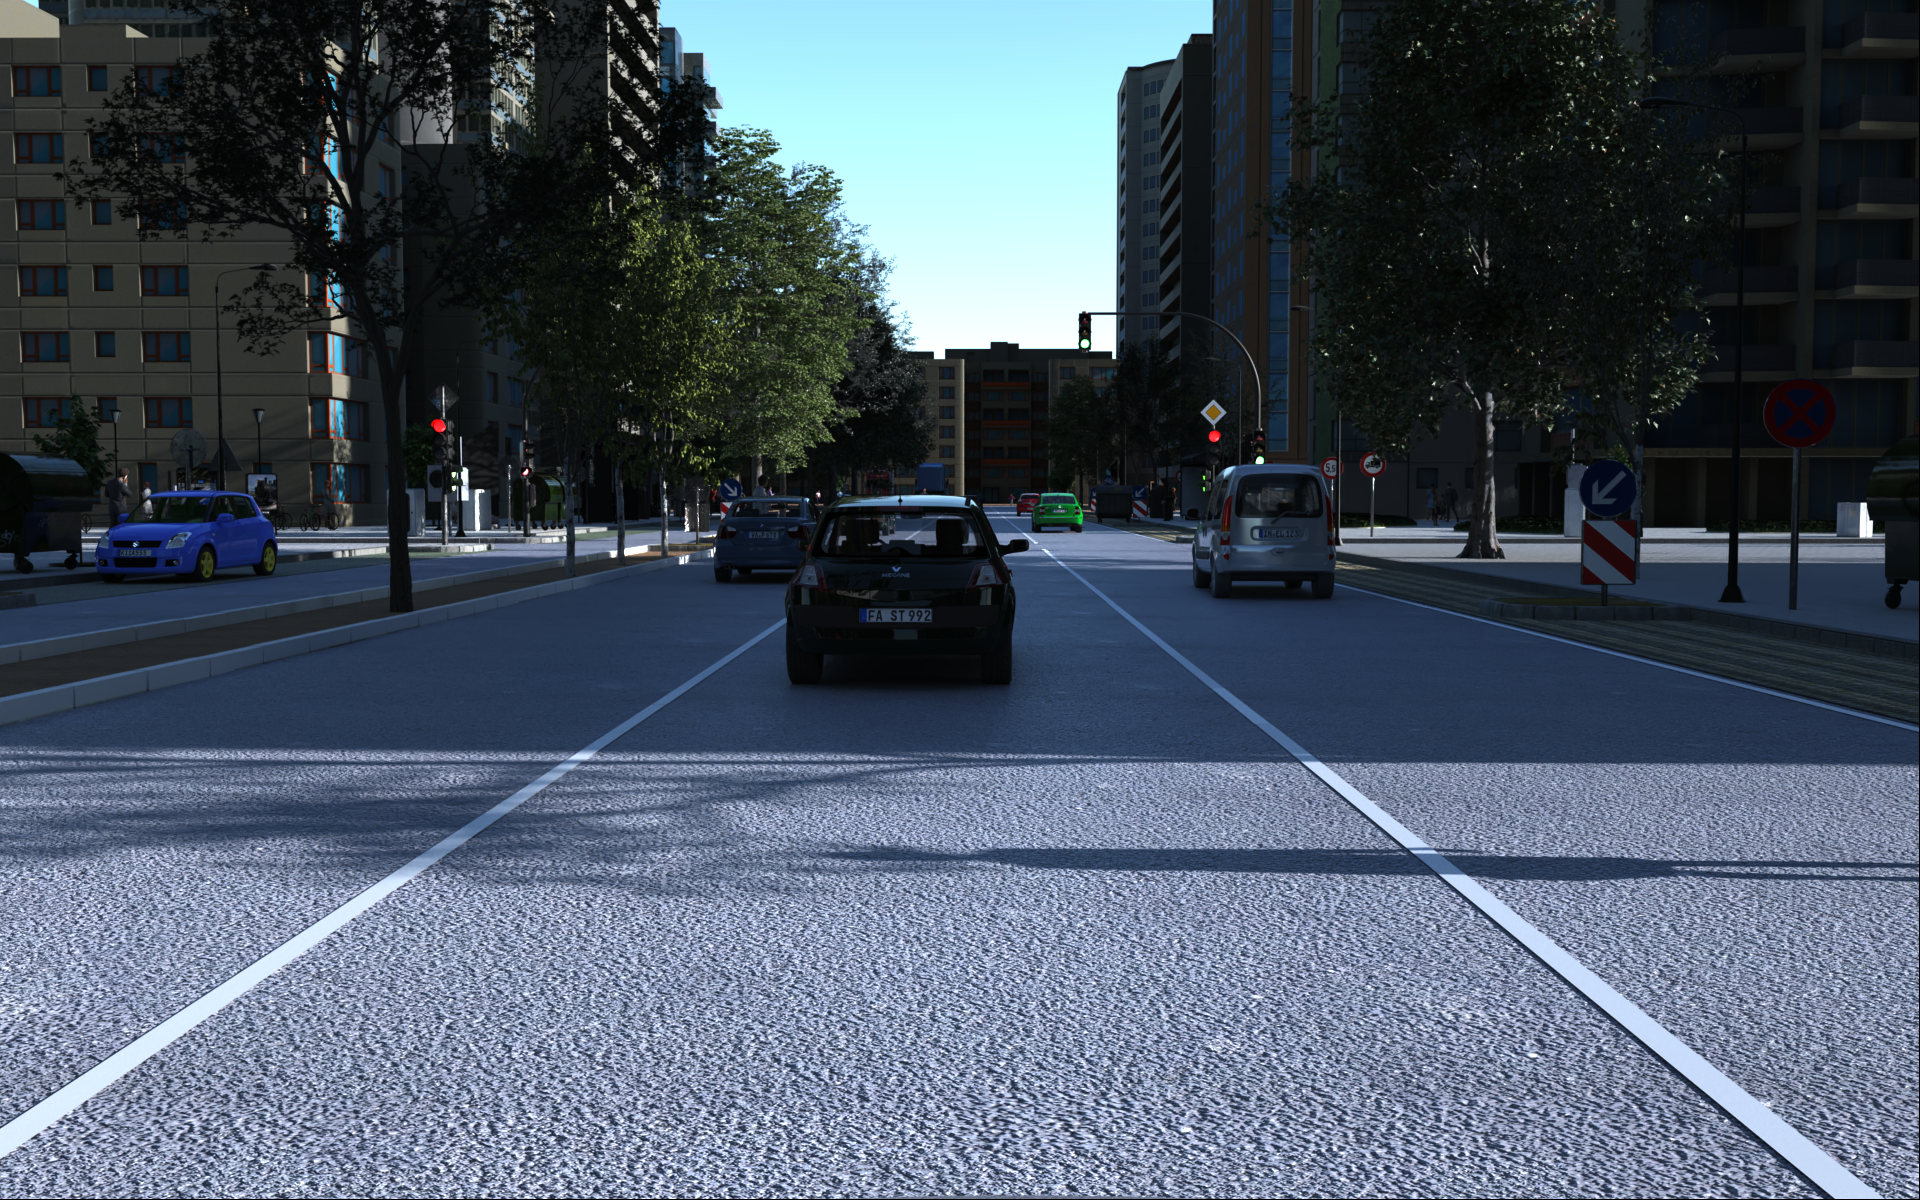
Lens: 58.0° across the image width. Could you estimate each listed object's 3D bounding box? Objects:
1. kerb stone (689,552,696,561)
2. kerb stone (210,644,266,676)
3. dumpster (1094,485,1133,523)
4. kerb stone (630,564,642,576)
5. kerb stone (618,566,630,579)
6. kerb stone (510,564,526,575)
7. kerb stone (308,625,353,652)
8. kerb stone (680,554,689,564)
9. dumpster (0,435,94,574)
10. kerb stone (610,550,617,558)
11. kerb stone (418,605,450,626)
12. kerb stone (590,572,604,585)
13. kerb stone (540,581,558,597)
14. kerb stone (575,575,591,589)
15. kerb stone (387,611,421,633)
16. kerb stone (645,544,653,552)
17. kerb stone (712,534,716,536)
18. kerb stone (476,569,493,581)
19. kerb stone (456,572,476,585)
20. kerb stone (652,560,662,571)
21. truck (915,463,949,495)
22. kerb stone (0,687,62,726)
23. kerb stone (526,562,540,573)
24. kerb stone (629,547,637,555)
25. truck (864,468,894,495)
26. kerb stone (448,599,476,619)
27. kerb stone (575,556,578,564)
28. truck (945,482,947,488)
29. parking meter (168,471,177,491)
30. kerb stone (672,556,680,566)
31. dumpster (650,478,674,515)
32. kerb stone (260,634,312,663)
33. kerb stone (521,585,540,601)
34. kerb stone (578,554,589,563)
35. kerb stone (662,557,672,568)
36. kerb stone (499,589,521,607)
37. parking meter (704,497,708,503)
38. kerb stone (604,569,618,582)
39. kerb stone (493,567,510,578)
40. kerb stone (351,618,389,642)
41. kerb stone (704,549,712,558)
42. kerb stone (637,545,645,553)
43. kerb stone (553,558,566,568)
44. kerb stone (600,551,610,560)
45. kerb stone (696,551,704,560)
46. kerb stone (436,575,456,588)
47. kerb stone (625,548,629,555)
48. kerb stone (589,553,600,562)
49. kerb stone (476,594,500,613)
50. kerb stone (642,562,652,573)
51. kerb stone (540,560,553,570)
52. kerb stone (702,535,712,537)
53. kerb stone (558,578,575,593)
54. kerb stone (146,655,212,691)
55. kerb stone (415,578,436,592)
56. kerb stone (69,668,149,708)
[{"bbox_3d":[-5.774,-0.885,36.661,0.120,0.150,1.000,0,4,0],"label":"kerb stone"},{"bbox_3d":[-5.952,0.498,14.130,0.120,0.150,1.000,0,4,0],"label":"kerb stone"},{"bbox_3d":[7.653,-4.766,86.132,1.865,1.857,1.264,0,4,-1],"label":"dumpster"},{"bbox_3d":[-5.810,-0.509,30.516,0.120,0.150,1.000,0,4,0],"label":"kerb stone"},{"bbox_3d":[-5.828,-0.446,29.494,0.120,0.150,1.000,0,4,0],"label":"kerb stone"},{"bbox_3d":[-7.913,-0.515,30.622,0.120,0.150,1.000,0,4,0],"label":"kerb stone"},{"bbox_3d":[-5.937,0.368,16.183,0.120,0.150,1.000,0,4,0],"label":"kerb stone"},{"bbox_3d":[-5.770,-0.820,35.639,0.120,0.150,1.000,0,4,0],"label":"kerb stone"},{"bbox_3d":[-15.489,-1.592,28.521,1.502,2.255,1.985,0,4,1],"label":"dumpster"},{"bbox_3d":[-7.849,-1.016,38.812,0.120,0.150,1.000,0,4,0],"label":"kerb stone"},{"bbox_3d":[-5.911,0.181,19.250,0.120,0.150,1.000,0,4,0],"label":"kerb stone"},{"bbox_3d":[-5.842,-0.321,27.446,0.120,0.150,1.000,0,4,0],"label":"kerb stone"},{"bbox_3d":[-5.872,-0.133,24.373,0.120,0.150,1.000,0,4,0],"label":"kerb stone"},{"bbox_3d":[-5.848,-0.259,26.424,0.120,0.150,1.000,0,4,0],"label":"kerb stone"},{"bbox_3d":[-5.924,0.249,18.229,0.120,0.150,1.000,0,4,0],"label":"kerb stone"},{"bbox_3d":[-7.811,-1.267,42.906,0.120,0.150,1.000,0,4,0],"label":"kerb stone"},{"bbox_3d":[-7.724,-1.924,53.654,0.120,0.150,1.000,0,4,0],"label":"kerb stone"},{"bbox_3d":[-7.936,-0.389,28.562,0.120,0.150,1.000,0,4,0],"label":"kerb stone"},{"bbox_3d":[-7.944,-0.324,27.539,0.120,0.150,1.000,0,4,0],"label":"kerb stone"},{"bbox_3d":[-5.800,-0.634,32.560,0.120,0.150,1.000,0,4,0],"label":"kerb stone"},{"bbox_3d":[-2.634,-9.432,143.968,2.967,4.110,18.799,0,4,1],"label":"truck"},{"bbox_3d":[-5.980,0.681,11.056,0.120,0.150,1.000,0,4,0],"label":"kerb stone"},{"bbox_3d":[-7.910,-0.576,31.654,0.120,0.150,1.000,0,4,0],"label":"kerb stone"},{"bbox_3d":[-7.833,-1.142,40.860,0.120,0.150,1.000,0,4,0],"label":"kerb stone"},{"bbox_3d":[-8.237,-11.597,178.522,2.839,4.237,11.283,0,4,0],"label":"truck"},{"bbox_3d":[-5.896,0.120,20.272,0.120,0.150,1.000,0,4,0],"label":"kerb stone"},{"bbox_3d":[-7.889,-0.766,34.724,0.120,0.150,1.000,0,4,0],"label":"kerb stone"},{"bbox_3d":[-2.761,-11.334,174.229,2.839,4.237,11.283,0,4,0],"label":"truck"},{"bbox_3d":[-19.846,-2.338,43.945,0.399,1.863,0.255,-3,4,-36],"label":"parking meter"},{"bbox_3d":[-5.786,-0.759,34.607,0.120,0.150,1.000,0,4,0],"label":"kerb stone"},{"bbox_3d":[-17.790,-6.108,102.351,1.502,2.255,1.985,0,4,0],"label":"dumpster"},{"bbox_3d":[-5.944,0.431,15.153,0.120,0.150,1.000,0,4,0],"label":"kerb stone"},{"bbox_3d":[-5.883,-0.070,23.352,0.120,0.150,1.000,0,4,0],"label":"kerb stone"},{"bbox_3d":[-7.880,-0.829,35.746,0.120,0.150,1.000,0,4,0],"label":"kerb stone"},{"bbox_3d":[-5.791,-0.697,33.584,0.120,0.150,1.000,0,4,0],"label":"kerb stone"},{"bbox_3d":[-5.882,-0.008,22.328,0.120,0.150,1.000,0,4,0],"label":"kerb stone"},{"bbox_3d":[-16.180,-6.404,110.418,0.255,1.863,0.399,-1,4,-11],"label":"parking meter"},{"bbox_3d":[-5.833,-0.384,28.472,0.120,0.150,1.000,0,4,0],"label":"kerb stone"},{"bbox_3d":[-7.930,-0.451,29.589,0.120,0.150,1.000,0,4,0],"label":"kerb stone"},{"bbox_3d":[-5.927,0.305,17.206,0.120,0.150,1.000,0,4,0],"label":"kerb stone"},{"bbox_3d":[-5.747,-1.010,38.708,0.120,0.150,1.000,0,4,0],"label":"kerb stone"},{"bbox_3d":[-7.827,-1.204,41.884,0.120,0.150,1.000,0,4,0],"label":"kerb stone"},{"bbox_3d":[-7.892,-0.702,33.702,0.120,0.150,1.000,0,4,0],"label":"kerb stone"},{"bbox_3d":[-7.852,-0.954,37.790,0.120,0.150,1.000,0,4,0],"label":"kerb stone"},{"bbox_3d":[-5.764,-0.947,37.686,0.120,0.150,1.000,0,4,0],"label":"kerb stone"},{"bbox_3d":[-7.958,-0.264,26.514,0.120,0.150,1.000,0,4,0],"label":"kerb stone"},{"bbox_3d":[-7.841,-1.079,39.838,0.120,0.150,1.000,0,4,0],"label":"kerb stone"},{"bbox_3d":[-7.871,-0.890,36.768,0.120,0.150,1.000,0,4,0],"label":"kerb stone"},{"bbox_3d":[-5.890,0.057,21.306,0.120,0.150,1.000,0,4,0],"label":"kerb stone"},{"bbox_3d":[-5.807,-0.570,31.538,0.120,0.150,1.000,0,4,0],"label":"kerb stone"},{"bbox_3d":[-7.902,-0.641,32.675,0.120,0.150,1.000,0,4,0],"label":"kerb stone"},{"bbox_3d":[-7.736,-1.861,52.628,0.120,0.150,1.000,0,4,0],"label":"kerb stone"},{"bbox_3d":[-5.863,-0.196,25.395,0.120,0.150,1.000,0,4,0],"label":"kerb stone"},{"bbox_3d":[-5.959,0.556,13.107,0.120,0.150,1.000,0,4,0],"label":"kerb stone"},{"bbox_3d":[-7.959,-0.201,25.490,0.120,0.150,1.000,0,4,0],"label":"kerb stone"},{"bbox_3d":[-5.972,0.619,12.080,0.120,0.150,1.000,0,4,0],"label":"kerb stone"}]
